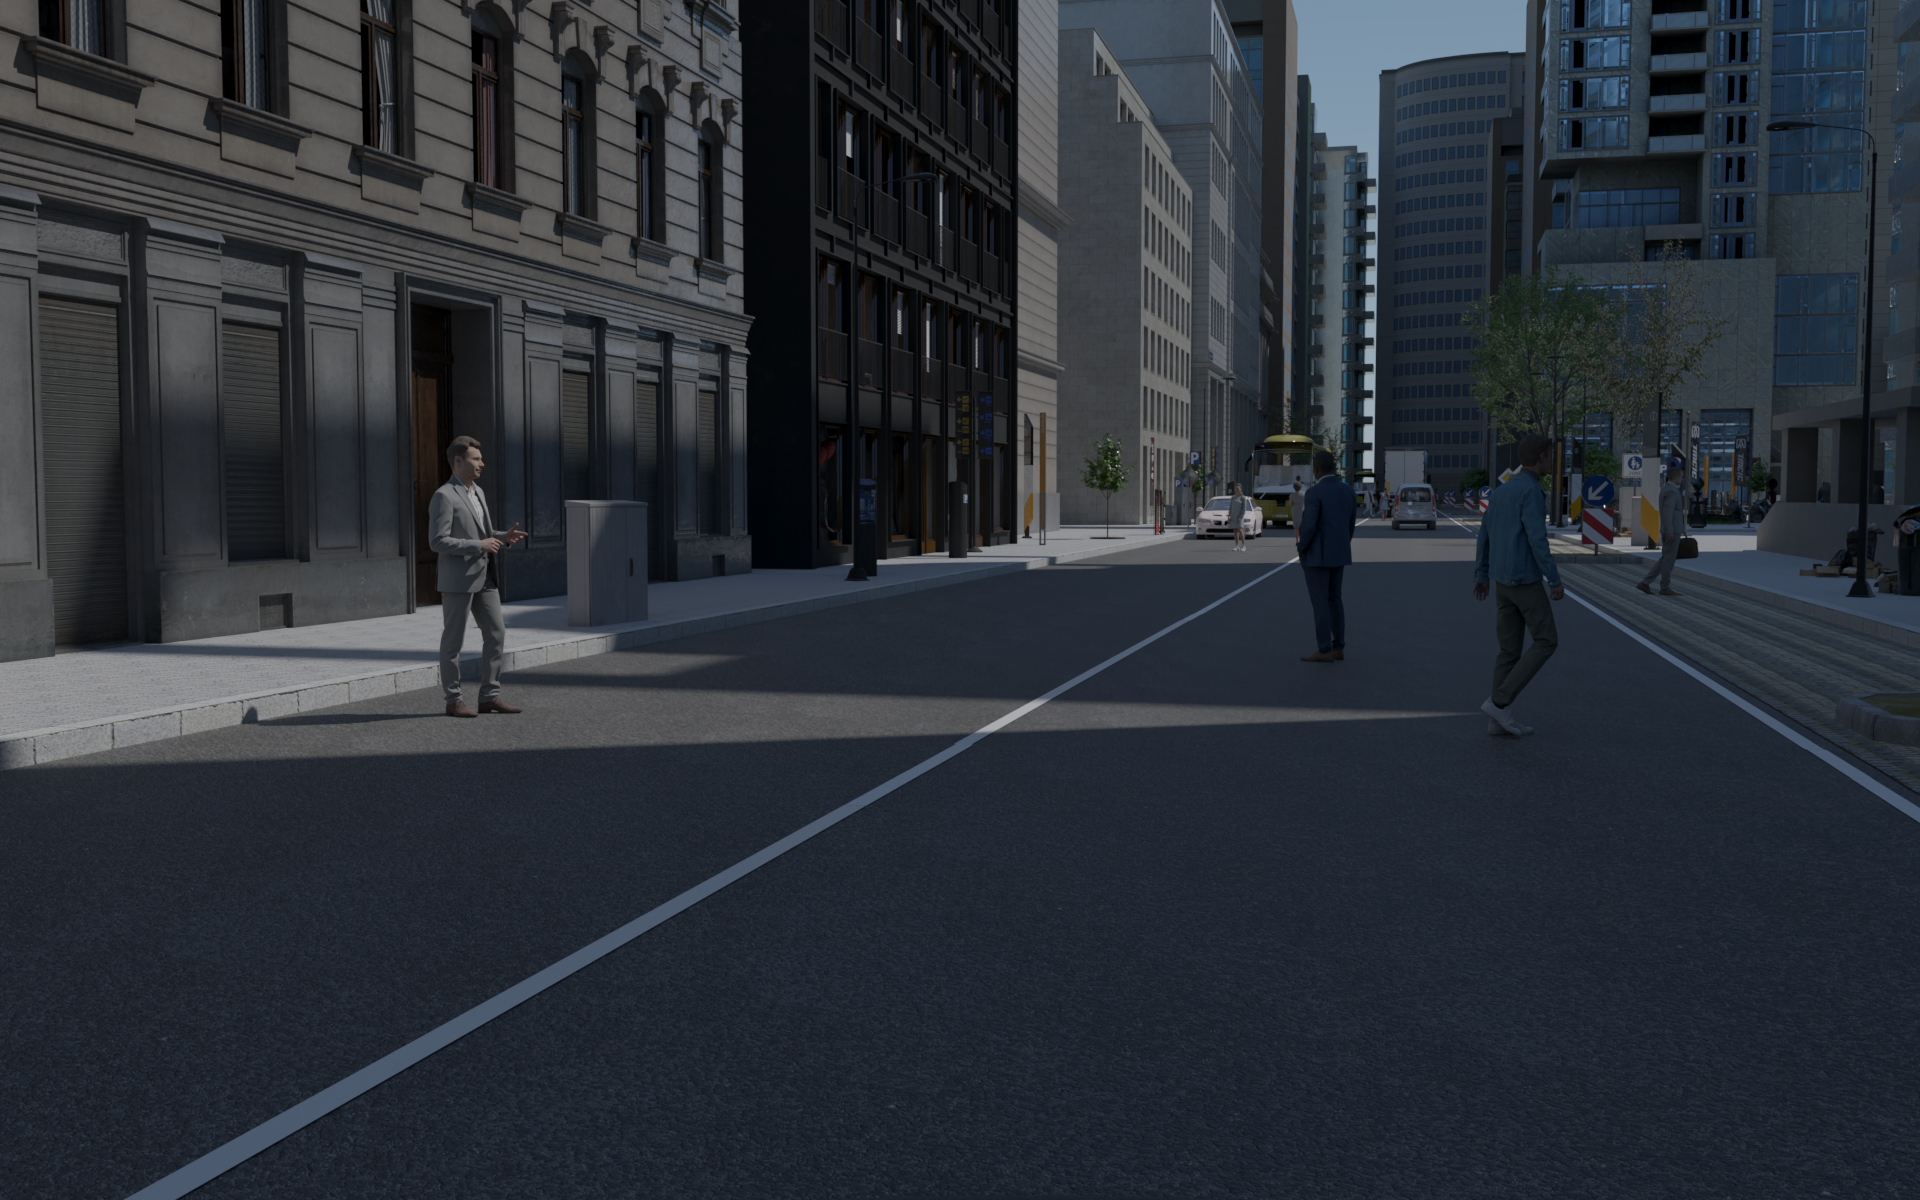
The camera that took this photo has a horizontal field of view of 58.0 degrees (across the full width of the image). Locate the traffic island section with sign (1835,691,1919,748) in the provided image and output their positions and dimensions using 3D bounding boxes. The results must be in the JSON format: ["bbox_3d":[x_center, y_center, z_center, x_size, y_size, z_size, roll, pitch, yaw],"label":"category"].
[{"bbox_3d":[6.346,-0.093,10.149,1.989,1.847,2.006,1,4,15],"label":"traffic island section with sign"}]

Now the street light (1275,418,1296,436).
[{"bbox_3d":[19.730,-8.131,105.476,1.470,5.913,1.316,1,4,15],"label":"street light"}]

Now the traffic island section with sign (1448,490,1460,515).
[{"bbox_3d":[34.120,-6.605,116.619,1.989,1.847,2.006,1,4,15],"label":"traffic island section with sign"}]

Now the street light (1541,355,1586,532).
[{"bbox_3d":[20.325,-5.228,58.017,1.470,5.913,1.316,1,4,15],"label":"street light"}]

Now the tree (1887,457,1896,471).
[{"bbox_3d":[26.573,-3.231,47.421,1.663,3.219,1.824,0,3,0],"label":"tree"}]

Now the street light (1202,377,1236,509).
[{"bbox_3d":[10.242,-5.886,68.774,1.470,5.913,1.316,1,4,15],"label":"street light"}]

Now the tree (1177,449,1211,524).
[{"bbox_3d":[10.093,-4.918,75.011,1.663,3.219,1.824,0,3,0],"label":"tree"}]

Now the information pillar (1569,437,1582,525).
[{"bbox_3d":[25.383,-4.890,71.312,0.504,3.616,0.183,-2,4,-27],"label":"information pillar"}]

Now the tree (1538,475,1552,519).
[{"bbox_3d":[30.129,-5.809,89.578,1.663,3.219,1.824,0,3,0],"label":"tree"}]

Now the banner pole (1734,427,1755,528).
[{"bbox_3d":[29.603,-4.609,65.376,0.401,3.779,0.863,-3,4,-38],"label":"banner pole"}]

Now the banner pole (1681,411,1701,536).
[{"bbox_3d":[22.223,-3.830,52.629,0.863,3.779,0.401,-2,4,-33],"label":"banner pole"}]

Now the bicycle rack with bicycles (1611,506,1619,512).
[{"bbox_3d":[36.842,-4.912,93.686,2.852,0.926,2.925,0,4,-4],"label":"bicycle rack with bicycles"}]

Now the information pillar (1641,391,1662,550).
[{"bbox_3d":[15.888,-2.963,39.802,0.183,3.616,0.504,-1,4,-23],"label":"information pillar"}]

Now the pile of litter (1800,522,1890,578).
[{"bbox_3d":[13.764,-0.780,26.724,1.176,0.858,1.719,0,4,-6],"label":"pile of litter"}]

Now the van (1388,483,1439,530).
[{"bbox_3d":[18.302,-3.844,69.868,2.013,2.044,4.112,1,4,13],"label":"van"}]

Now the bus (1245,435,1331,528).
[{"bbox_3d":[14.572,-5.141,75.606,2.896,3.916,12.252,1,4,16],"label":"bus"}]

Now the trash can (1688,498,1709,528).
[{"bbox_3d":[27.678,-3.259,64.932,0.748,1.137,0.748,0,3,0],"label":"trash can"}]

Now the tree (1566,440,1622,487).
[{"bbox_3d":[38.609,-7.419,105.022,4.285,4.588,4.351,0,3,0],"label":"tree"}]

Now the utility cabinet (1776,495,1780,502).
[{"bbox_3d":[44.643,-5.117,94.819,0.306,1.237,1.020,-3,5,-39],"label":"utility cabinet"}]

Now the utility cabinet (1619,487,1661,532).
[{"bbox_3d":[21.296,-2.790,54.292,1.173,1.500,0.318,0,4,1],"label":"utility cabinet"}]

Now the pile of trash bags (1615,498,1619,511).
[{"bbox_3d":[36.607,-5.428,98.493,1.912,1.369,3.447,1,4,22],"label":"pile of trash bags"}]

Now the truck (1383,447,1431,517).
[{"bbox_3d":[28.183,-7.361,109.266,2.839,4.237,11.283,1,4,16],"label":"truck"}]

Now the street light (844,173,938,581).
[{"bbox_3d":[-1.005,-3.229,25.332,1.470,5.913,1.316,1,4,15],"label":"street light"}]

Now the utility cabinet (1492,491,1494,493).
[{"bbox_3d":[36.222,-6.640,117.235,0.318,1.500,1.173,0,4,0],"label":"utility cabinet"}]

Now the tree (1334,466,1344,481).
[{"bbox_3d":[35.892,-11.372,169.653,4.285,4.588,4.351,0,3,0],"label":"tree"}]

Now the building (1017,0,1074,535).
[{"bbox_3d":[-8.839,-16.466,56.608,23.554,28.519,14.401,1,4,15],"label":"building"}]

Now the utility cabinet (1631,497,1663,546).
[{"bbox_3d":[17.129,-1.932,42.755,1.020,1.237,0.306,2,4,25],"label":"utility cabinet"}]

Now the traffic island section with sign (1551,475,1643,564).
[{"bbox_3d":[13.153,-1.690,36.261,1.989,1.847,2.006,1,4,15],"label":"traffic island section with sign"}]

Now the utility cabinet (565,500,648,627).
[{"bbox_3d":[-3.487,-0.369,17.191,0.306,1.237,1.020,1,4,22],"label":"utility cabinet"}]

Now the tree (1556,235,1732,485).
[{"bbox_3d":[19.474,-6.042,49.148,4.360,8.622,3.978,0,3,0],"label":"tree"}]

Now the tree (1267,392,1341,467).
[{"bbox_3d":[24.136,-10.620,123.992,4.737,8.622,4.395,0,3,0],"label":"tree"}]

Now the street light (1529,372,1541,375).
[{"bbox_3d":[22.309,-5.704,65.802,1.470,5.913,1.316,1,4,15],"label":"street light"}]

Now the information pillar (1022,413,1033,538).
[{"bbox_3d":[1.973,-3.587,49.995,0.183,3.616,0.504,-1,4,-23],"label":"information pillar"}]

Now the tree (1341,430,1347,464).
[{"bbox_3d":[38.704,-14.165,181.966,4.737,8.622,4.395,0,3,0],"label":"tree"}]

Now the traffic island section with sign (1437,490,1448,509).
[{"bbox_3d":[46.666,-9.546,164.697,1.989,1.847,2.006,1,4,15],"label":"traffic island section with sign"}]

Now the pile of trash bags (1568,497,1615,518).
[{"bbox_3d":[33.702,-5.121,93.474,1.912,1.369,3.447,0,4,5],"label":"pile of trash bags"}]

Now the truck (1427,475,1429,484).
[{"bbox_3d":[34.191,-8.379,132.927,3.469,3.379,9.791,1,4,16],"label":"truck"}]

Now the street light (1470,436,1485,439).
[{"bbox_3d":[41.362,-10.141,138.344,1.470,5.913,1.316,1,4,15],"label":"street light"}]

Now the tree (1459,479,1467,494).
[{"bbox_3d":[58.090,-12.572,200.145,1.663,3.219,1.824,0,3,0],"label":"tree"}]

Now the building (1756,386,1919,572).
[{"bbox_3d":[32.172,-20.551,27.887,32.217,40.220,23.993,1,4,15],"label":"building"}]

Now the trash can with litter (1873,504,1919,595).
[{"bbox_3d":[12.055,-0.656,22.109,0.624,1.170,1.055,0,4,-3],"label":"trash can with litter"}]

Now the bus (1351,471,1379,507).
[{"bbox_3d":[44.481,-12.143,190.076,2.896,3.916,12.252,1,4,14],"label":"bus"}]

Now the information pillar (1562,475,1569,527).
[{"bbox_3d":[23.866,-3.916,68.515,0.304,2.012,0.304,-1,4,-9],"label":"information pillar"}]

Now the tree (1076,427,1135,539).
[{"bbox_3d":[4.326,-3.359,49.521,1.663,3.219,1.824,0,3,0],"label":"tree"}]

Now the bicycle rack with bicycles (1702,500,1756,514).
[{"bbox_3d":[42.757,-5.111,96.943,2.925,0.926,2.852,0,4,1],"label":"bicycle rack with bicycles"}]

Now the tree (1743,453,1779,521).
[{"bbox_3d":[37.381,-5.303,81.309,1.663,3.219,1.824,0,3,0],"label":"tree"}]

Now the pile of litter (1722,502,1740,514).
[{"bbox_3d":[40.362,-4.678,90.452,1.719,0.858,1.176,-3,5,-44],"label":"pile of litter"}]

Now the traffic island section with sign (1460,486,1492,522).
[{"bbox_3d":[27.181,-4.979,90.032,1.989,1.847,2.006,1,4,15],"label":"traffic island section with sign"}]

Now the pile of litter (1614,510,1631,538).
[{"bbox_3d":[19.804,-2.312,51.761,1.719,0.858,1.176,-3,5,-42],"label":"pile of litter"}]

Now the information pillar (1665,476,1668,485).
[{"bbox_3d":[28.455,-3.979,69.547,0.304,2.012,0.304,2,4,28],"label":"information pillar"}]

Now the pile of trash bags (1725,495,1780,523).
[{"bbox_3d":[35.815,-4.133,77.324,1.912,1.369,3.447,-3,5,-40],"label":"pile of trash bags"}]

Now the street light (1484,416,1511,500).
[{"bbox_3d":[31.838,-7.923,102.088,1.470,5.913,1.316,1,4,15],"label":"street light"}]

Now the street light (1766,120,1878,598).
[{"bbox_3d":[10.711,-2.998,21.562,1.470,5.913,1.316,1,4,15],"label":"street light"}]

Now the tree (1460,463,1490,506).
[{"bbox_3d":[54.919,-12.262,184.199,4.285,4.588,4.351,0,3,0],"label":"tree"}]

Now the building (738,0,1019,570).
[{"bbox_3d":[-6.462,-12.732,37.843,12.332,23.373,15.834,1,4,15],"label":"building"}]

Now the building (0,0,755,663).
[{"bbox_3d":[-10.160,-10.449,19.997,9.793,20.994,18.267,1,4,15],"label":"building"}]

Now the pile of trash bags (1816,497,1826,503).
[{"bbox_3d":[49.742,-5.295,96.319,1.912,1.369,3.447,-3,5,-45],"label":"pile of trash bags"}]

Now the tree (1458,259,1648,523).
[{"bbox_3d":[26.656,-9.310,77.971,9.928,11.665,9.643,0,3,0],"label":"tree"}]
